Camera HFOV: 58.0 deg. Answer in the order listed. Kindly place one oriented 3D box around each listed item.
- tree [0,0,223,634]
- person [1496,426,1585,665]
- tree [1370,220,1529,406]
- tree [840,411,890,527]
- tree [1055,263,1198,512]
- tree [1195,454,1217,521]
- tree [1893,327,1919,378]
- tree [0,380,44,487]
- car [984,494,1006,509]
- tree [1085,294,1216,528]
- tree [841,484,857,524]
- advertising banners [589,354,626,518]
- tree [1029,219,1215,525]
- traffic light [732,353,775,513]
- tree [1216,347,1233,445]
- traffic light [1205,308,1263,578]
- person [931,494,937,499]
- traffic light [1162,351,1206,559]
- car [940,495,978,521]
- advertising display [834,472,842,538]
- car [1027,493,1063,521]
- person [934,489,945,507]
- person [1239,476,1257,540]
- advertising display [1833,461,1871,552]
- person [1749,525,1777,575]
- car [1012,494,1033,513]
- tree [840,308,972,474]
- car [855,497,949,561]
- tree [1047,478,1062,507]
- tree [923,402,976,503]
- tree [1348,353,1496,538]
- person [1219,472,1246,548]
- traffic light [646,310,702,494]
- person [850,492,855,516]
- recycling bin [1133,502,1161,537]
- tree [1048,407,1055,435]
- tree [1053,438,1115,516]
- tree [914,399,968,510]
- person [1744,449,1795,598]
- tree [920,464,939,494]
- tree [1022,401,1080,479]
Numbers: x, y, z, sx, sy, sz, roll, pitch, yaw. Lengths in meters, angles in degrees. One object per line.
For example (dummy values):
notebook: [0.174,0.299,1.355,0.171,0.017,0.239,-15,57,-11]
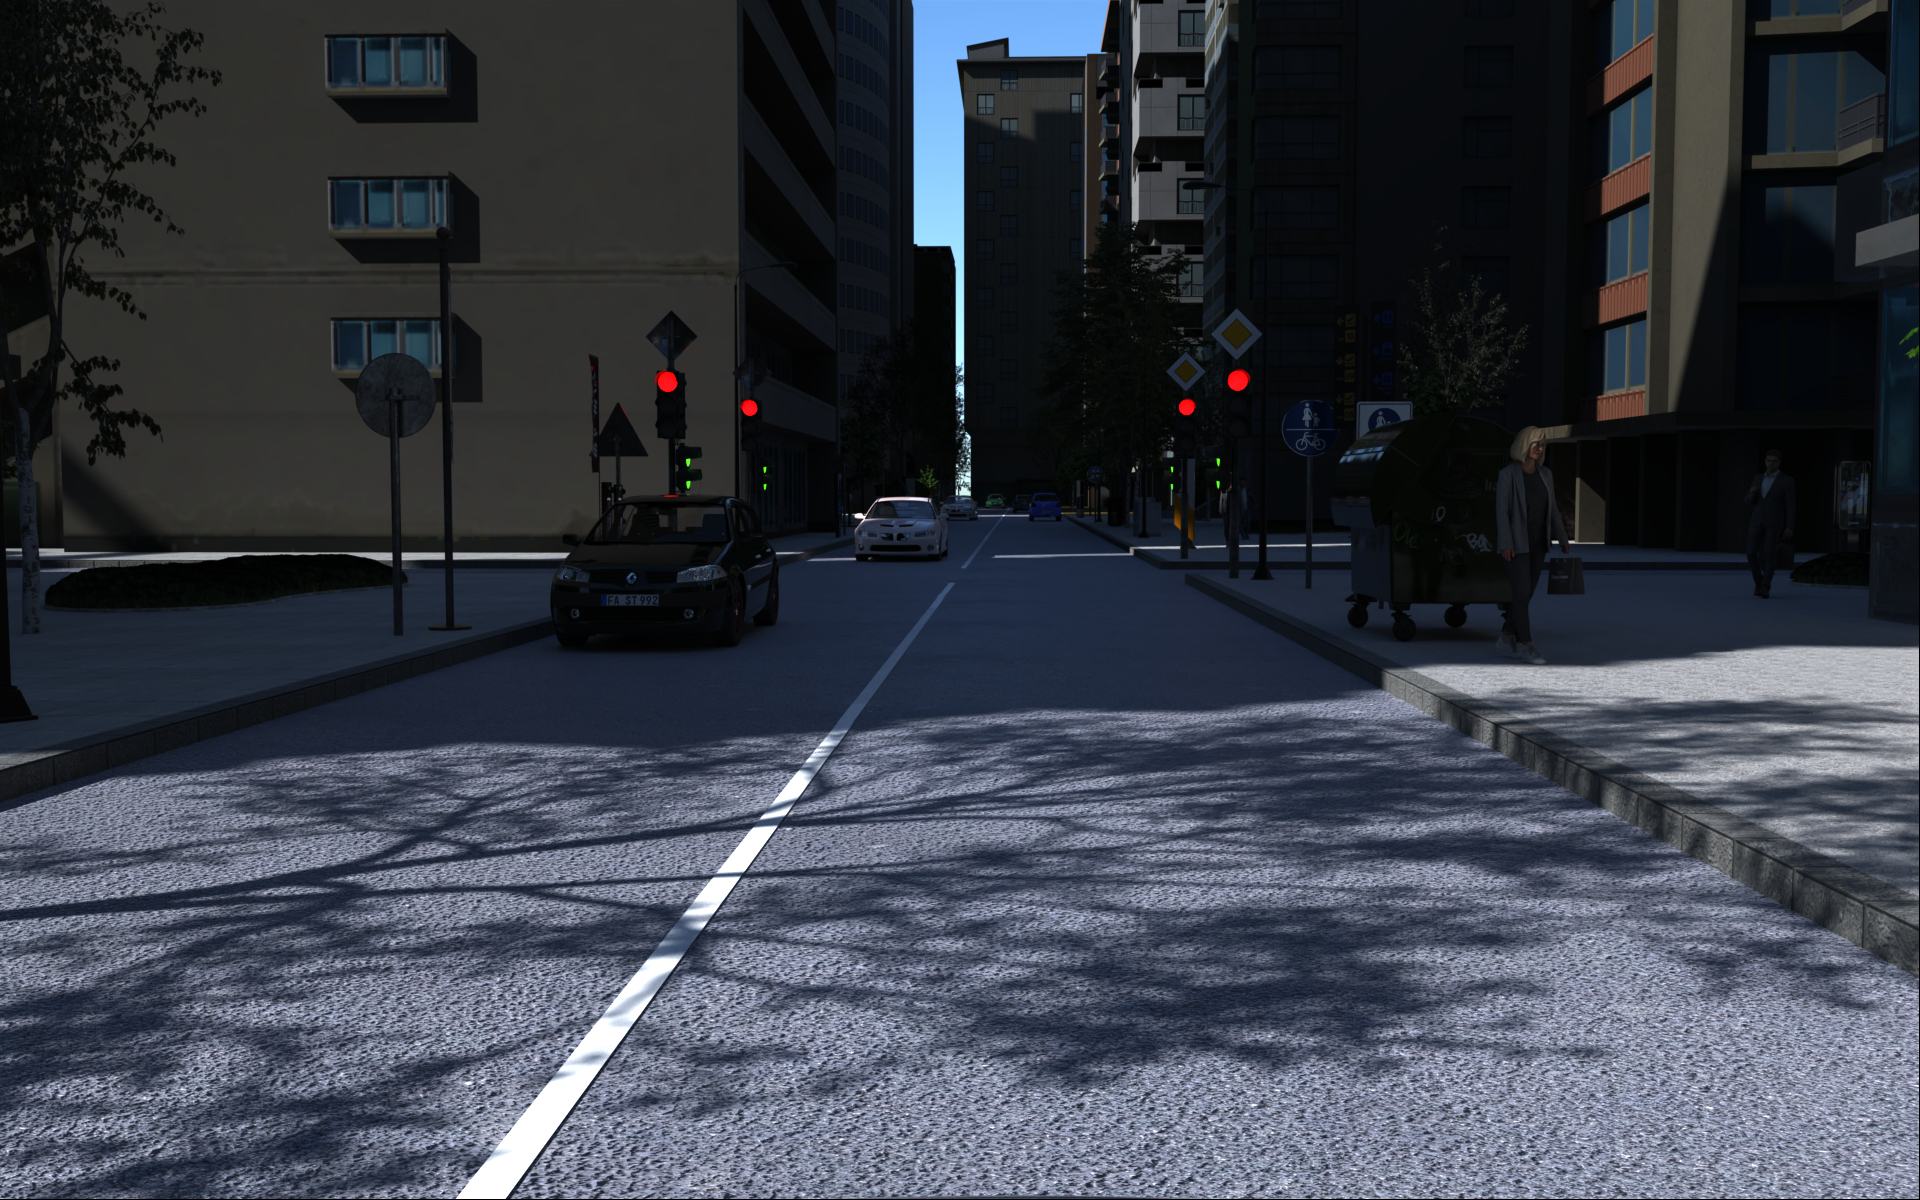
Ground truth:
tree: [-8.582,-3.983,15.479,4.360,8.622,3.978,0,3,0]
person: [4.409,-0.434,13.327,0.709,1.800,0.728,-1,4,-17]
tree: [12.977,-5.881,46.509,4.360,8.622,3.978,0,3,0]
tree: [-4.400,-5.193,68.615,4.285,4.588,4.351,0,3,0]
tree: [5.690,-6.455,55.897,4.737,8.622,4.395,0,3,0]
tree: [11.813,-5.474,84.094,1.663,3.219,1.824,0,3,0]
tree: [5.325,-0.821,8.026,1.663,3.219,1.824,0,3,0]
tree: [-13.416,-1.740,23.050,1.663,3.219,1.824,0,3,0]
car: [3.442,-9.511,167.301,2.131,1.459,4.920,0,4,4]
tree: [6.484,-7.008,64.944,4.360,8.622,3.978,0,3,0]
tree: [-5.194,-4.948,75.501,1.663,3.219,1.824,0,3,0]
advertising banners: [-4.634,-1.624,22.746,0.090,3.025,2.074,0,4,0]
tree: [6.765,-9.443,72.527,7.486,12.596,7.792,0,3,0]
traffic light: [-4.124,-2.790,34.538,0.839,4.253,0.868,0,4,2]
tree: [11.314,-7.944,80.254,4.360,8.622,3.978,0,3,0]
traffic light: [4.155,-2.285,26.277,0.839,4.253,0.868,0,4,2]
person: [-1.795,-6.729,116.594,0.750,1.759,0.617,1,4,13]
traffic light: [4.432,-2.773,34.258,0.839,4.253,0.868,0,4,2]
car: [-0.029,-5.050,94.928,2.083,1.381,4.827,0,4,4]
advertising display: [-3.605,-2.819,51.297,0.123,1.923,0.974,0,4,3]
car: [4.531,-5.062,92.353,1.945,1.707,3.694,0,4,1]
person: [-1.746,-8.372,143.719,1.217,1.735,0.721,2,4,30]
person: [7.967,-2.586,48.669,0.623,1.781,0.721,-1,4,-16]
advertising display: [17.469,-1.757,33.940,0.974,1.923,0.123,-2,4,-30]
person: [14.152,-1.317,30.460,0.534,1.772,0.576,3,5,39]
car: [4.945,-7.380,132.658,2.014,1.417,4.499,0,4,3]
tree: [-2.867,-9.301,86.491,7.601,10.594,8.767,1,4,11]
car: [-1.258,-1.609,38.670,2.083,1.381,4.827,0,4,3]
tree: [9.953,-11.148,176.877,1.663,3.219,1.824,0,3,0]
tree: [-1.179,-11.060,131.190,4.737,8.622,4.395,0,3,0]
tree: [6.496,-1.791,23.880,1.663,3.219,1.824,0,3,0]
person: [6.571,-2.159,41.528,0.709,1.800,0.728,0,4,7]
traffic light: [-4.401,-2.302,26.557,0.839,4.253,0.868,0,4,2]
person: [-6.535,-5.785,103.225,0.503,1.515,0.523,3,5,44]
recycling bin: [5.681,-2.450,52.609,0.722,1.027,0.722,-1,4,-8]
tree: [8.382,-10.655,124.572,4.737,8.622,4.395,0,3,0]
tree: [7.657,-7.211,101.617,4.285,4.588,4.351,0,3,0]
tree: [-1.503,-10.644,124.384,4.360,8.622,3.978,0,3,0]
person: [10.029,-0.945,21.460,0.622,1.834,0.822,3,4,37]
tree: [-2.071,-7.274,113.536,1.663,3.219,1.824,0,3,0]
tree: [10.295,-15.937,186.321,9.928,11.665,9.643,0,3,0]
